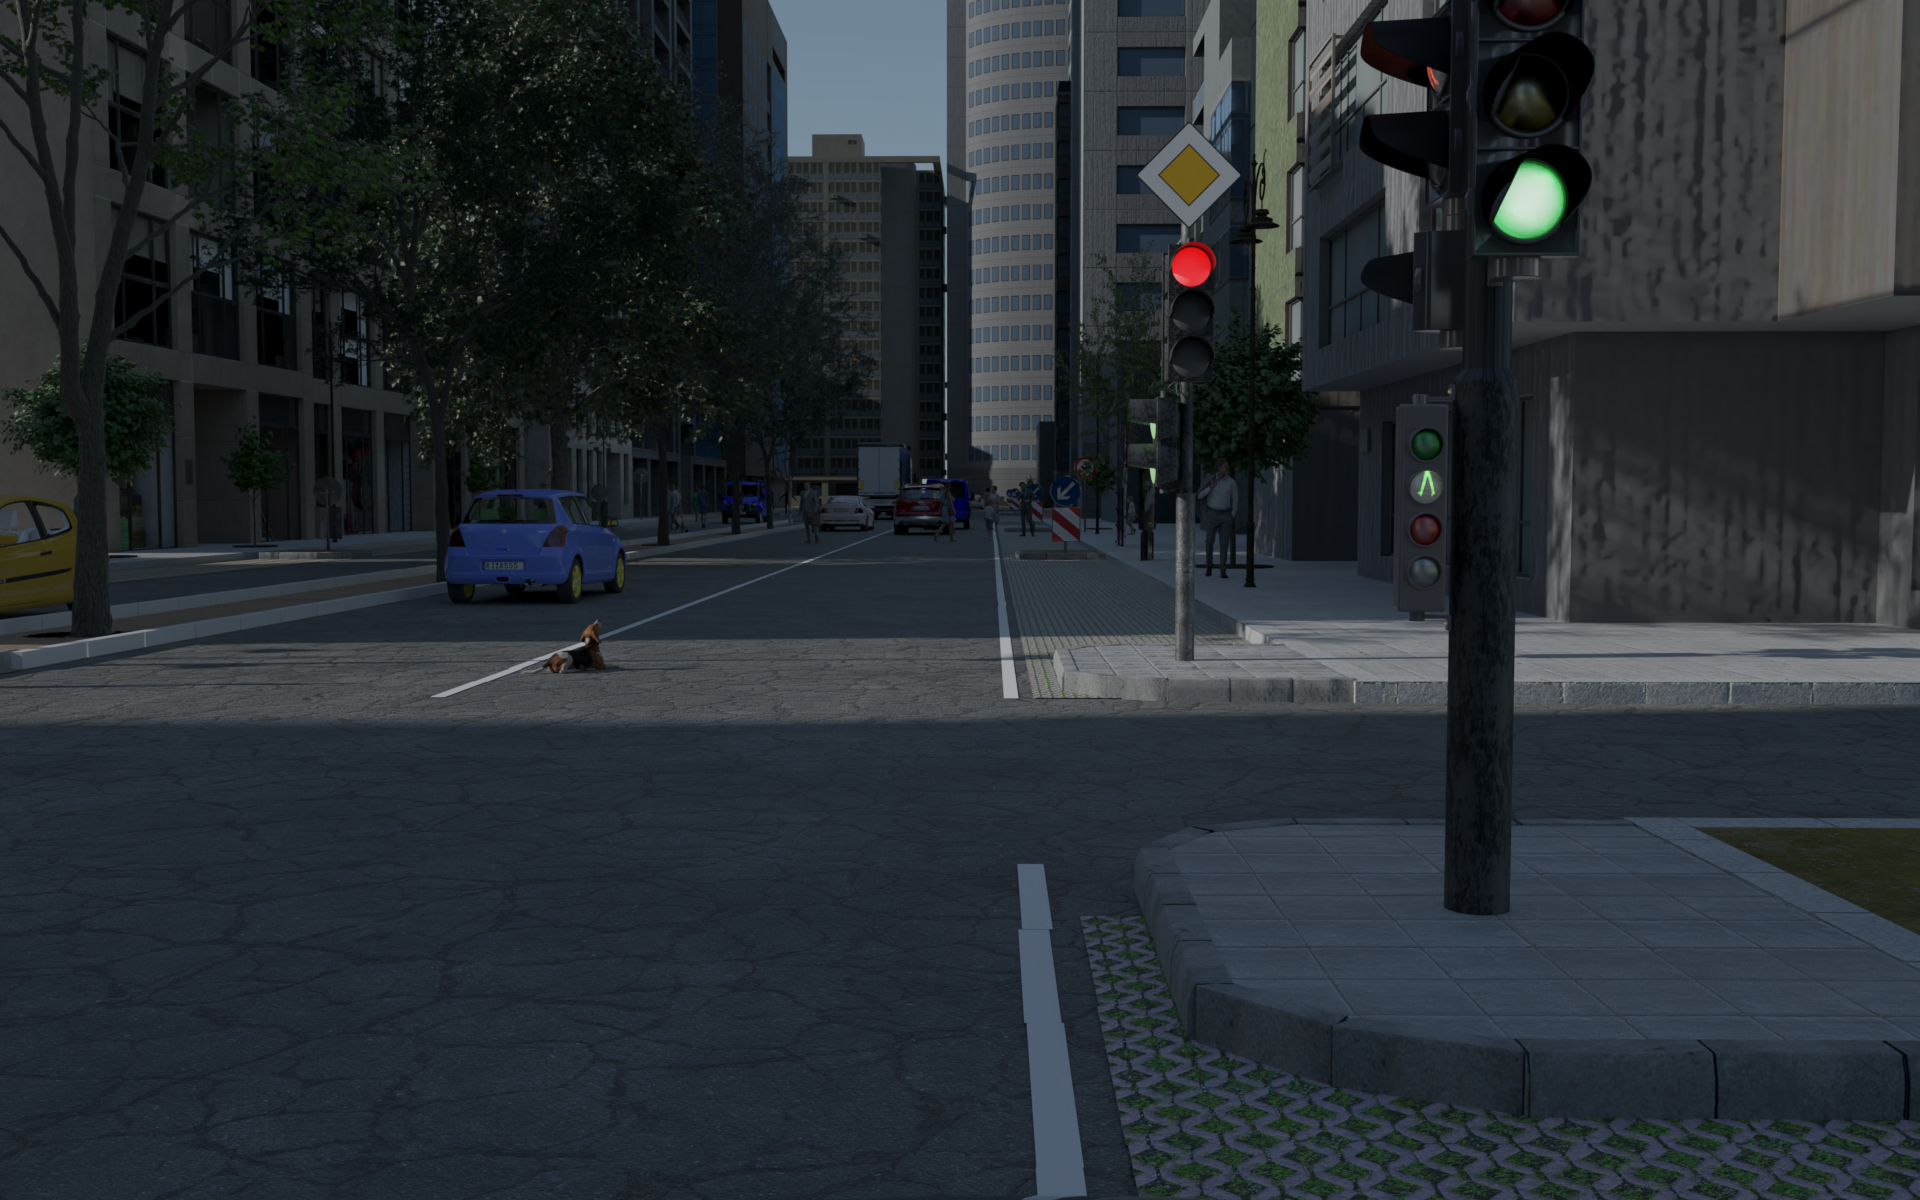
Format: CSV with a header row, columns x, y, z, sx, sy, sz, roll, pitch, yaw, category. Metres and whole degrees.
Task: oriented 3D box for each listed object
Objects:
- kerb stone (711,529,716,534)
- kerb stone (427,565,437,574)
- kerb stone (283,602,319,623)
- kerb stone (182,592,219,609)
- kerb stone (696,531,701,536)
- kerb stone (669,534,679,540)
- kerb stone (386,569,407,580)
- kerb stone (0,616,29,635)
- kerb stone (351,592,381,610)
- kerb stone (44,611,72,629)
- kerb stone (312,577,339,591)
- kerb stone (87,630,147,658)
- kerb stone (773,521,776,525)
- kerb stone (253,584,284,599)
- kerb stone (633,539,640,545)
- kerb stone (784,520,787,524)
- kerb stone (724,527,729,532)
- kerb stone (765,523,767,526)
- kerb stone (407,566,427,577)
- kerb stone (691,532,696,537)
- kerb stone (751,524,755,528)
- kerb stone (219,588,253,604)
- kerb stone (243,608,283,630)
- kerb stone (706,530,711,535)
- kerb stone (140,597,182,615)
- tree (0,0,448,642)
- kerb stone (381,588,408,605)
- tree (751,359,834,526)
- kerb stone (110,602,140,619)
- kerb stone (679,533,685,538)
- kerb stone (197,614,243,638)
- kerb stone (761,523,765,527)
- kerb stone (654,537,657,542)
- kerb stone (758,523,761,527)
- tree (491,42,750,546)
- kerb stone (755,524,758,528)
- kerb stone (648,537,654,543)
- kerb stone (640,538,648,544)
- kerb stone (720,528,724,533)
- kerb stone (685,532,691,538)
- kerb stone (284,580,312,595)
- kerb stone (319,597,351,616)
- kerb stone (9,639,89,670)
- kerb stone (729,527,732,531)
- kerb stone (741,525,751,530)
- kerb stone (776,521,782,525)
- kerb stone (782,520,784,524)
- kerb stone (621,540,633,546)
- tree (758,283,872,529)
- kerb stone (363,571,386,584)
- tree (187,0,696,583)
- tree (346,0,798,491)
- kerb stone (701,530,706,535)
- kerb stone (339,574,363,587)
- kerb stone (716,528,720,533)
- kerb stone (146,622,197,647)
x,y,z,sx,sy,sz,roll,pitch,yaw,category
-8.944,-2.422,61.796,0.120,0.150,1.000,0,4,1,kerb stone
-9.490,-0.536,31.011,0.120,0.150,1.000,0,4,1,kerb stone
-7.581,0.152,19.711,0.120,0.150,1.000,0,4,1,kerb stone
-9.652,0.024,21.806,0.120,0.150,1.000,0,4,1,kerb stone
-9.004,-2.228,58.702,0.120,0.150,1.000,0,4,1,kerb stone
-9.079,-1.981,54.592,0.120,0.150,1.000,0,4,1,kerb stone
-9.524,-0.414,28.966,0.120,0.150,1.000,0,4,1,kerb stone
-9.719,0.275,17.703,0.120,0.150,1.000,0,4,1,kerb stone
-7.542,0.027,21.757,0.120,0.150,1.000,0,4,1,kerb stone
-9.705,0.214,18.727,0.120,0.150,1.000,0,4,1,kerb stone
-9.574,-0.226,25.894,0.120,0.150,1.000,0,4,1,kerb stone
-7.654,0.403,15.610,0.120,0.150,1.000,0,4,1,kerb stone
-8.645,-3.487,79.212,0.120,0.150,1.000,0,4,1,kerb stone
-9.613,-0.099,23.850,0.120,0.150,1.000,0,4,1,kerb stone
-9.181,-1.606,48.453,0.120,0.150,1.000,0,4,1,kerb stone
-8.575,-3.737,83.303,0.120,0.150,1.000,0,4,1,kerb stone
-8.895,-2.610,64.864,0.120,0.150,1.000,0,4,1,kerb stone
-8.698,-3.298,76.142,0.120,0.150,1.000,0,4,1,kerb stone
-9.499,-0.472,29.989,0.120,0.150,1.000,0,4,1,kerb stone
-9.017,-2.170,57.671,0.120,0.150,1.000,0,4,1,kerb stone
-8.768,-3.048,72.050,0.120,0.150,1.000,0,4,1,kerb stone
-9.629,-0.039,22.828,0.120,0.150,1.000,0,4,1,kerb stone
-7.598,0.217,18.689,0.120,0.150,1.000,0,4,1,kerb stone
-8.967,-2.359,60.770,0.120,0.150,1.000,0,4,1,kerb stone
-9.663,0.087,20.781,0.120,0.150,1.000,0,4,1,kerb stone
-8.588,-5.422,16.862,9.928,11.665,9.643,0,3,0,tree
-7.526,-0.034,22.786,0.120,0.150,1.000,0,4,1,kerb stone
-7.515,-7.558,76.388,4.360,8.622,3.978,0,3,0,tree
-9.686,0.150,19.749,0.120,0.150,1.000,0,4,1,kerb stone
-9.051,-2.039,55.623,0.120,0.150,1.000,0,4,1,kerb stone
-7.617,0.277,17.659,0.120,0.150,1.000,0,4,1,kerb stone
-8.713,-3.237,75.120,0.120,0.150,1.000,0,4,1,kerb stone
-9.125,-1.793,51.524,0.120,0.150,1.000,0,4,1,kerb stone
-8.728,-3.174,74.097,0.120,0.150,1.000,0,4,1,kerb stone
-8.139,-8.216,47.158,12.009,13.543,11.850,0,3,0,tree
-8.754,-3.112,73.072,0.120,0.150,1.000,0,4,1,kerb stone
-9.142,-1.731,50.502,0.120,0.150,1.000,0,4,1,kerb stone
-9.159,-1.667,49.480,0.120,0.150,1.000,0,4,1,kerb stone
-8.918,-2.545,63.842,0.120,0.150,1.000,0,4,1,kerb stone
-9.038,-2.107,56.648,0.120,0.150,1.000,0,4,1,kerb stone
-9.593,-0.164,24.872,0.120,0.150,1.000,0,4,1,kerb stone
-7.562,0.089,20.733,0.120,0.150,1.000,0,4,1,kerb stone
-7.676,0.467,14.588,0.120,0.150,1.000,0,4,1,kerb stone
-8.875,-2.673,65.891,0.120,0.150,1.000,0,4,1,kerb stone
-8.789,-2.984,71.027,0.120,0.150,1.000,0,4,1,kerb stone
-8.608,-3.610,81.258,0.120,0.150,1.000,0,4,1,kerb stone
-8.589,-3.675,82.281,0.120,0.150,1.000,0,4,1,kerb stone
-9.194,-1.542,47.424,0.120,0.150,1.000,0,4,1,kerb stone
-7.667,-8.159,70.261,8.767,10.594,7.601,0,4,1,tree
-9.541,-0.352,27.944,0.120,0.150,1.000,0,4,1,kerb stone
-8.186,-5.553,27.666,8.767,10.594,7.601,0,4,1,tree
-8.435,-7.146,36.296,9.611,12.733,9.660,0,3,0,tree
-8.987,-2.293,59.740,0.120,0.150,1.000,0,4,1,kerb stone
-9.554,-0.289,26.922,0.120,0.150,1.000,0,4,1,kerb stone
-8.921,-2.485,62.820,0.120,0.150,1.000,0,4,1,kerb stone
-7.639,0.340,16.637,0.120,0.150,1.000,0,4,1,kerb stone
